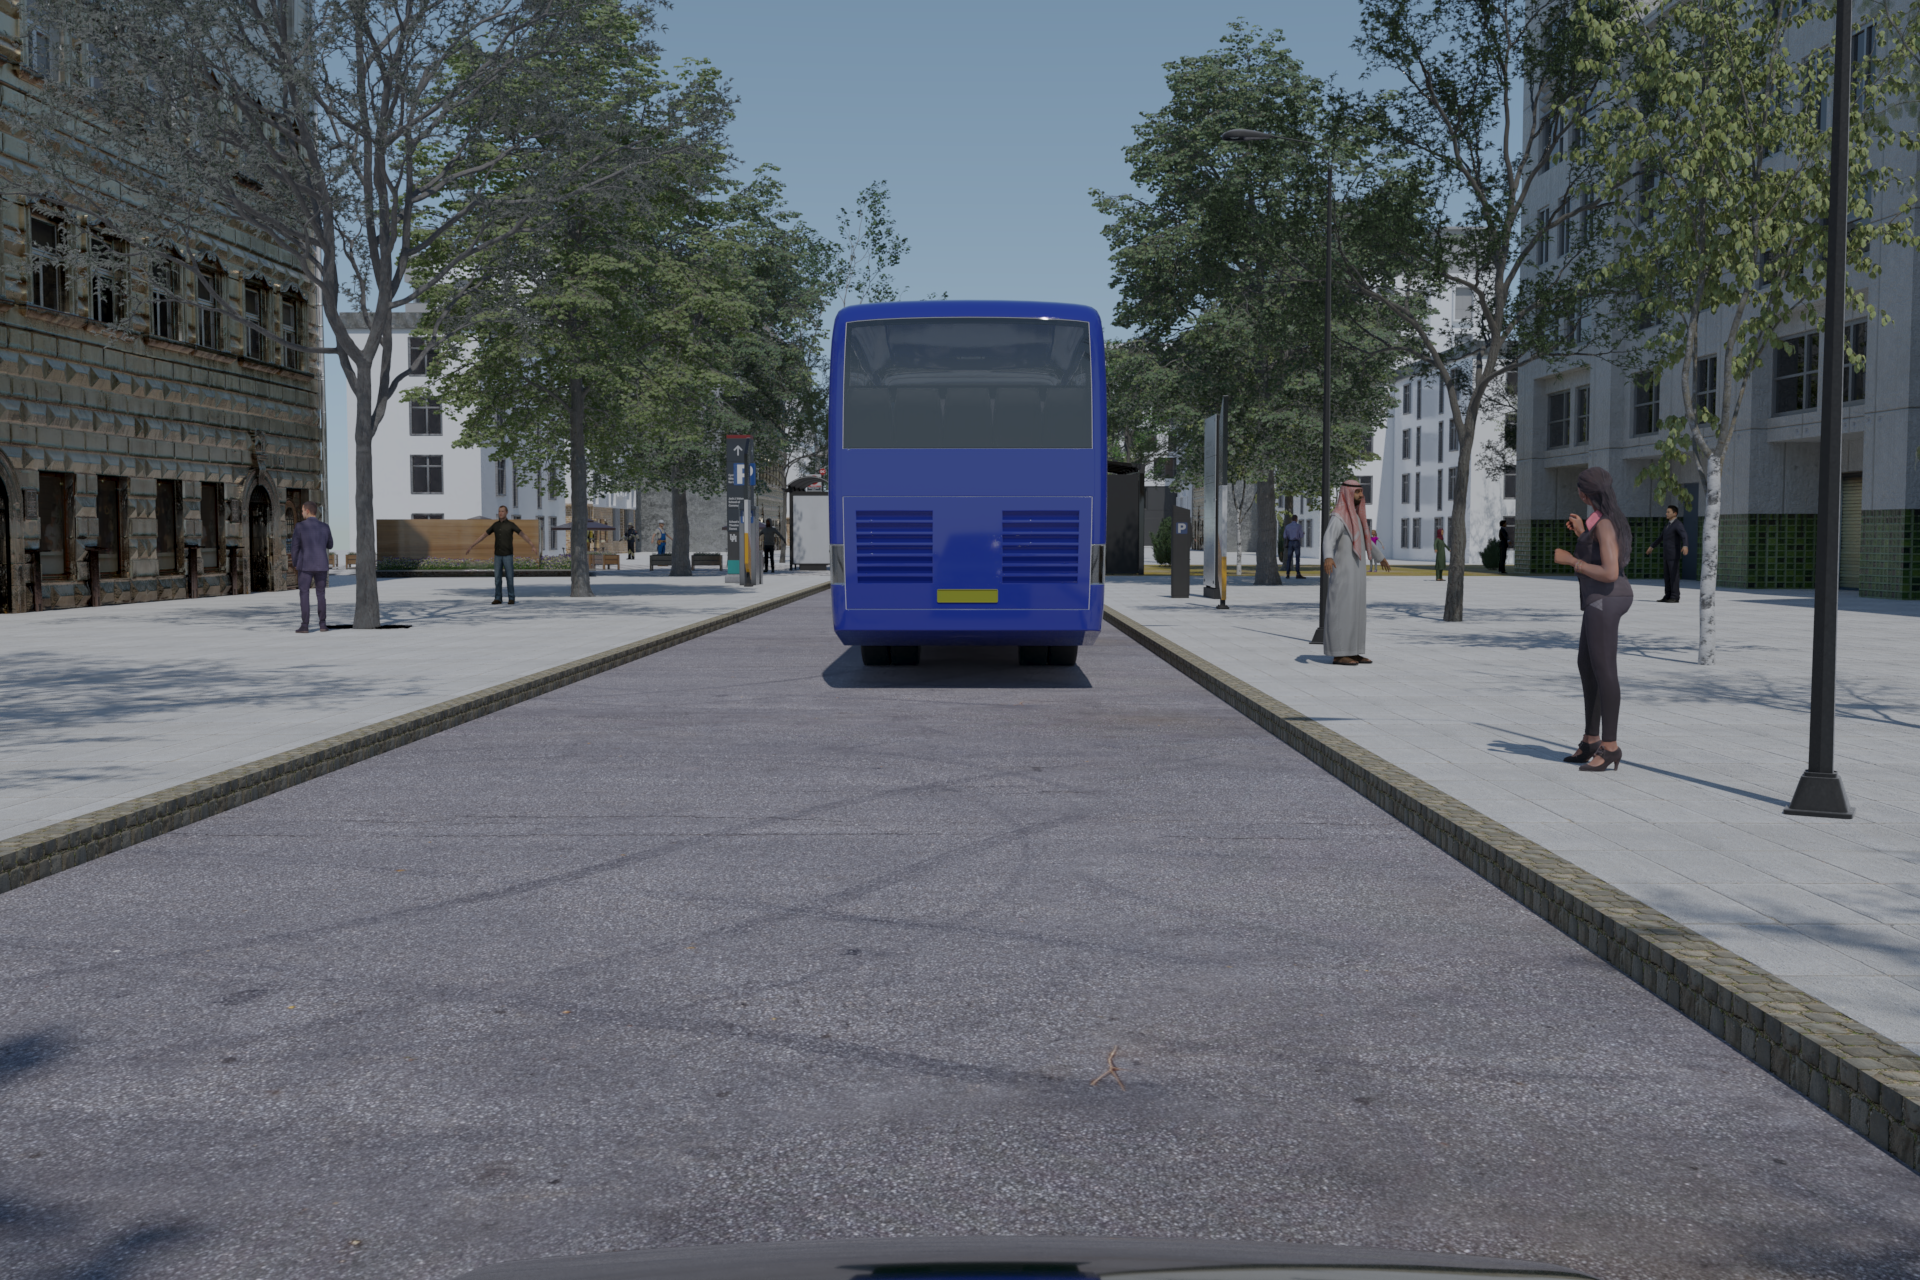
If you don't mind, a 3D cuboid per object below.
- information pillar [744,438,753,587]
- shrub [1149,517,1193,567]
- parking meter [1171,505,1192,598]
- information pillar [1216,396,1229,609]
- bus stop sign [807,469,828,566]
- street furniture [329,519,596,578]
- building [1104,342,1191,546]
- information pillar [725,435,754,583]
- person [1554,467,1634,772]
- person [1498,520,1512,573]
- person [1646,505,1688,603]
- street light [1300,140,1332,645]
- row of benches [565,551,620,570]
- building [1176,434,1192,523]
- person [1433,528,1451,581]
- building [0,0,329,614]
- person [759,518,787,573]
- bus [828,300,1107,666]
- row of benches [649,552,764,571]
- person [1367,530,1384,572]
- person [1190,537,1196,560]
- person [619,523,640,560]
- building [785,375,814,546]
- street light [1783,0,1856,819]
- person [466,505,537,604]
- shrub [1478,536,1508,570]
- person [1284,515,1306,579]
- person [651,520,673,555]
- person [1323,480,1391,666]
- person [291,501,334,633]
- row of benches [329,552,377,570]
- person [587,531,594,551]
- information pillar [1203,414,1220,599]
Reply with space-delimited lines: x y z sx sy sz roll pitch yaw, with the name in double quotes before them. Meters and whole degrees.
"information pillar" -5.150 -3.098 42.005 0.183 3.616 0.504 0 4 1
"shrub" 8.278 -3.904 67.864 1.661 2.075 1.752 0 3 0
"parking meter" 4.435 -1.771 34.675 0.399 1.863 0.255 0 4 1
"information pillar" 4.495 -2.339 29.602 0.183 3.616 0.504 0 4 1
"bus stop sign" -5.808 -5.008 70.577 0.855 3.939 0.416 0 4 0
"street furniture" -14.302 -2.846 53.379 11.010 1.723 9.812 -1 4 -12
"building" 27.669 -21.827 200.850 27.936 21.610 32.646 0 4 1
"information pillar" -5.770 -3.435 45.536 0.750 3.857 0.750 0 4 1
"person" 3.432 -0.120 9.471 0.415 1.643 0.593 -1 4 -17
"person" 17.785 -3.042 56.460 0.721 1.740 1.216 0 4 5
"person" 13.268 -1.609 32.353 0.704 1.823 1.345 0 4 -7
"street light" 4.789 -2.905 20.034 1.470 5.913 1.316 0 4 0
"row of benches" -13.594 -2.958 63.826 1.422 0.672 4.104 -2 4 -32
"building" 27.893 -19.877 181.408 16.016 20.090 11.380 0 4 0
"person" 13.157 -2.326 47.238 0.599 1.438 0.989 3 5 40
"building" -24.406 -12.283 31.750 19.493 23.208 18.063 0 4 0
"person" -6.362 -3.149 57.607 1.348 1.813 0.705 1 4 16
"bus" 0.133 -1.843 21.677 2.896 3.916 12.251 0 4 1
"row of benches" -8.801 -2.775 60.837 4.104 0.672 1.422 0 4 -4
"person" 13.855 -2.994 58.215 0.599 1.433 0.991 -3 5 -41
"person" 11.232 -4.880 86.058 1.348 1.796 0.705 -3 5 -43
"person" -16.472 -4.941 86.570 1.354 1.856 0.705 2 4 34
"building" -22.182 -20.402 189.994 16.016 20.090 11.380 0 4 0
"street light" 4.495 -2.155 7.769 1.470 5.913 1.316 0 4 1
"person" -8.324 -1.550 31.558 1.348 1.803 0.705 0 4 7
"shrub" 19.040 -3.101 61.815 1.383 1.207 1.383 0 3 0
"person" 9.651 -2.680 49.731 0.709 1.838 0.599 2 4 35
"person" -11.831 -3.847 68.757 0.705 1.847 1.347 2 4 32
"person" 3.852 -0.666 17.030 0.704 1.811 1.347 3 4 38
"person" -8.448 -0.957 22.608 0.541 1.710 0.530 -2 4 -29
"row of benches" -21.803 -2.903 62.933 4.104 0.672 1.422 0 4 -8
"person" -16.457 -4.312 76.271 0.705 1.858 1.354 1 4 21
"information pillar" 5.087 -2.657 34.752 0.184 3.620 1.656 0 4 0
